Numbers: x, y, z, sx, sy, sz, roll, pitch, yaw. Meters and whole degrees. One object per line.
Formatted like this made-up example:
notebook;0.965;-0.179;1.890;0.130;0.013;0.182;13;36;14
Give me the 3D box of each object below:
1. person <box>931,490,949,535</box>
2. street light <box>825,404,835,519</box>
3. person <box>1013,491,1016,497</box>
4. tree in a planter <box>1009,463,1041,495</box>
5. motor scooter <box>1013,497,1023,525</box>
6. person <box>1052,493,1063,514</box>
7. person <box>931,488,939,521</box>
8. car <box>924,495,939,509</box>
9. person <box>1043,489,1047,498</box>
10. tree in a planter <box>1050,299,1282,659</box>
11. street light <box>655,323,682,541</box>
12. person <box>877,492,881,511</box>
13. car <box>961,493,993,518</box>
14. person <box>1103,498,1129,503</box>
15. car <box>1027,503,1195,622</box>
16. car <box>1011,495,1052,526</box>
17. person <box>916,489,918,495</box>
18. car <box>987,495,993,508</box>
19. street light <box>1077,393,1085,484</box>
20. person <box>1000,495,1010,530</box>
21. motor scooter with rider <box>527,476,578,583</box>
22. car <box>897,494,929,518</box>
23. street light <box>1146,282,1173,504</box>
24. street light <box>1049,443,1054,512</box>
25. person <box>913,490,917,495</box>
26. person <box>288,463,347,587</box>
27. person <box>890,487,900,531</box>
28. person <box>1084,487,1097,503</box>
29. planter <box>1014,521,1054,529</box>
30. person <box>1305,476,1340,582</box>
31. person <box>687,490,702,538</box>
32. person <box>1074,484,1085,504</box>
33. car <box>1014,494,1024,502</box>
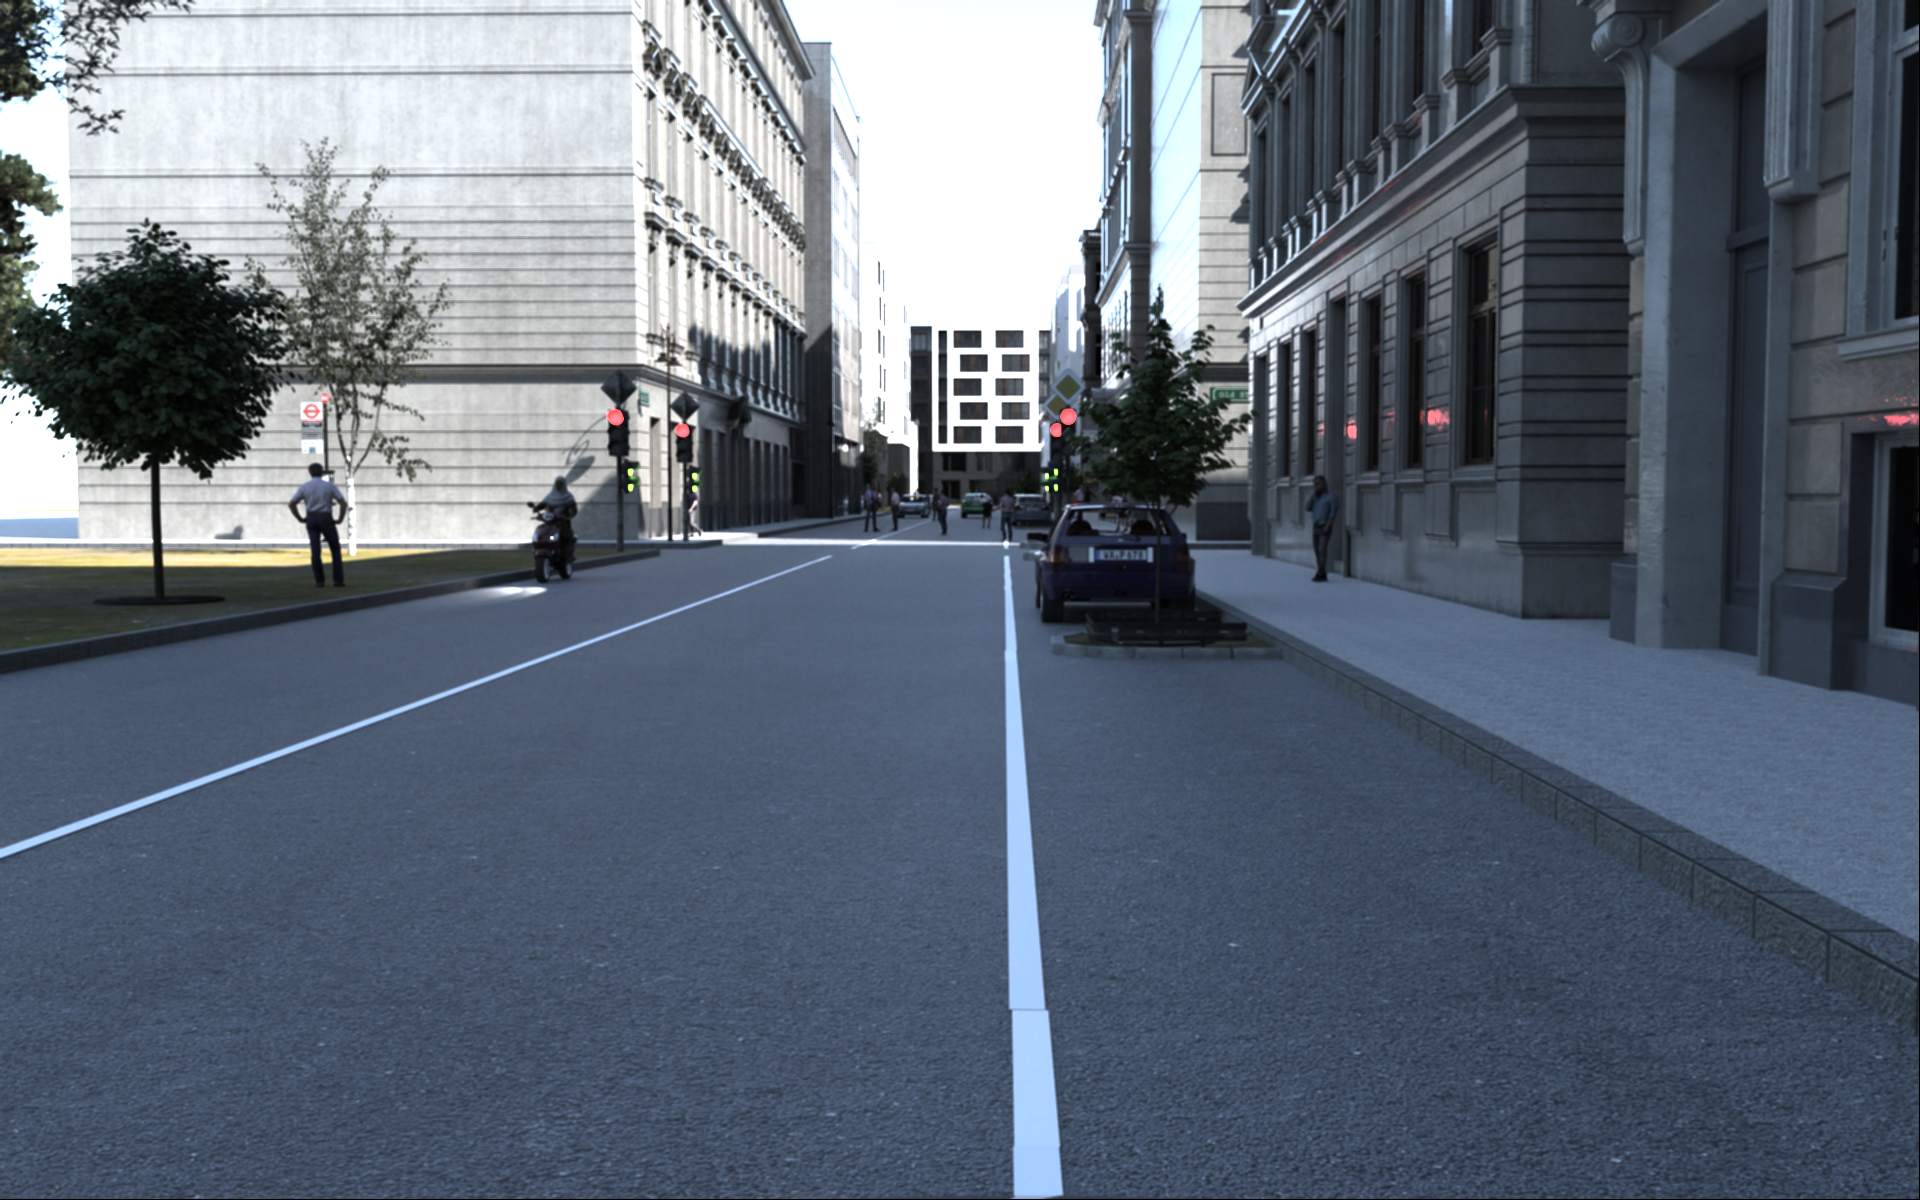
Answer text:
person;-0.606;-3.077;60.772;0.435;1.587;0.963;2;4;26
street light;-6.679;-7.137;89.472;0.468;5.910;1.993;0;4;1
person;5.591;-10.040;173.177;0.617;1.759;0.750;-2;4;-29
tree in a planter;3.913;-6.190;98.433;1.991;3.239;1.994;0;4;1
motor scooter;2.894;-4.246;82.191;0.815;1.314;1.986;0;4;2
person;6.090;-6.224;108.331;0.617;1.759;0.750;1;4;12
person;-1.403;-5.192;93.926;0.617;1.759;0.750;-2;4;-33
car;-2.473;-8.243;147.139;2.083;1.381;4.827;0;4;1
person;7.806;-9.426;160.977;0.721;1.723;1.217;1;4;14
tree in a planter;1.840;-1.146;15.957;1.991;3.239;1.994;0;4;1
street light;-7.874;-4.533;46.896;0.468;5.910;1.993;0;4;1
person;-6.331;-7.668;134.640;0.421;1.427;0.697;-1;4;-12
car;1.004;-5.867;104.722;1.959;1.807;4.718;0;4;2
person;5.300;-3.008;58.412;0.799;1.438;0.628;-2;4;-24
car;1.784;-0.496;20.687;1.945;1.354;3.894;0;4;1
car;3.180;-4.033;77.946;2.014;1.417;4.499;0;4;0
person;-4.651;-11.000;185.896;0.705;1.824;1.348;0;4;1
car;2.109;-9.190;162.611;2.083;1.381;4.827;0;4;0
street light;5.477;-6.431;77.930;0.468;5.910;1.993;0;4;1
person;1.815;-3.491;68.123;0.613;1.512;0.480;2;4;32
motor scooter with rider;-6.751;-1.211;28.768;0.876;1.779;1.986;0;4;2
car;-2.851;-5.679;104.858;2.014;1.417;4.499;0;4;3
street light;4.357;-3.989;38.010;0.468;5.910;1.993;0;4;1
street light;6.460;-9.034;120.501;0.468;5.910;1.993;0;4;1
person;-4.659;-10.690;181.342;0.721;1.766;1.217;-3;4;-37
person;-8.851;-1.039;23.971;0.756;1.711;0.436;0;4;-6
person;-2.593;-3.552;67.518;0.436;1.711;0.756;2;4;27
person;9.240;-7.291;125.274;1.348;1.821;0.705;0;4;2
planter;3.235;-3.085;71.587;1.991;0.319;1.994;0;4;1
person;5.307;-1.049;25.398;0.429;1.552;0.499;-1;4;-10
person;-7.798;-2.598;50.735;0.471;1.553;0.569;0;4;-5
person;5.148;-4.079;73.678;0.756;1.711;0.436;-3;5;-43
car;4.133;-6.276;112.831;2.015;1.641;3.980;0;4;2
